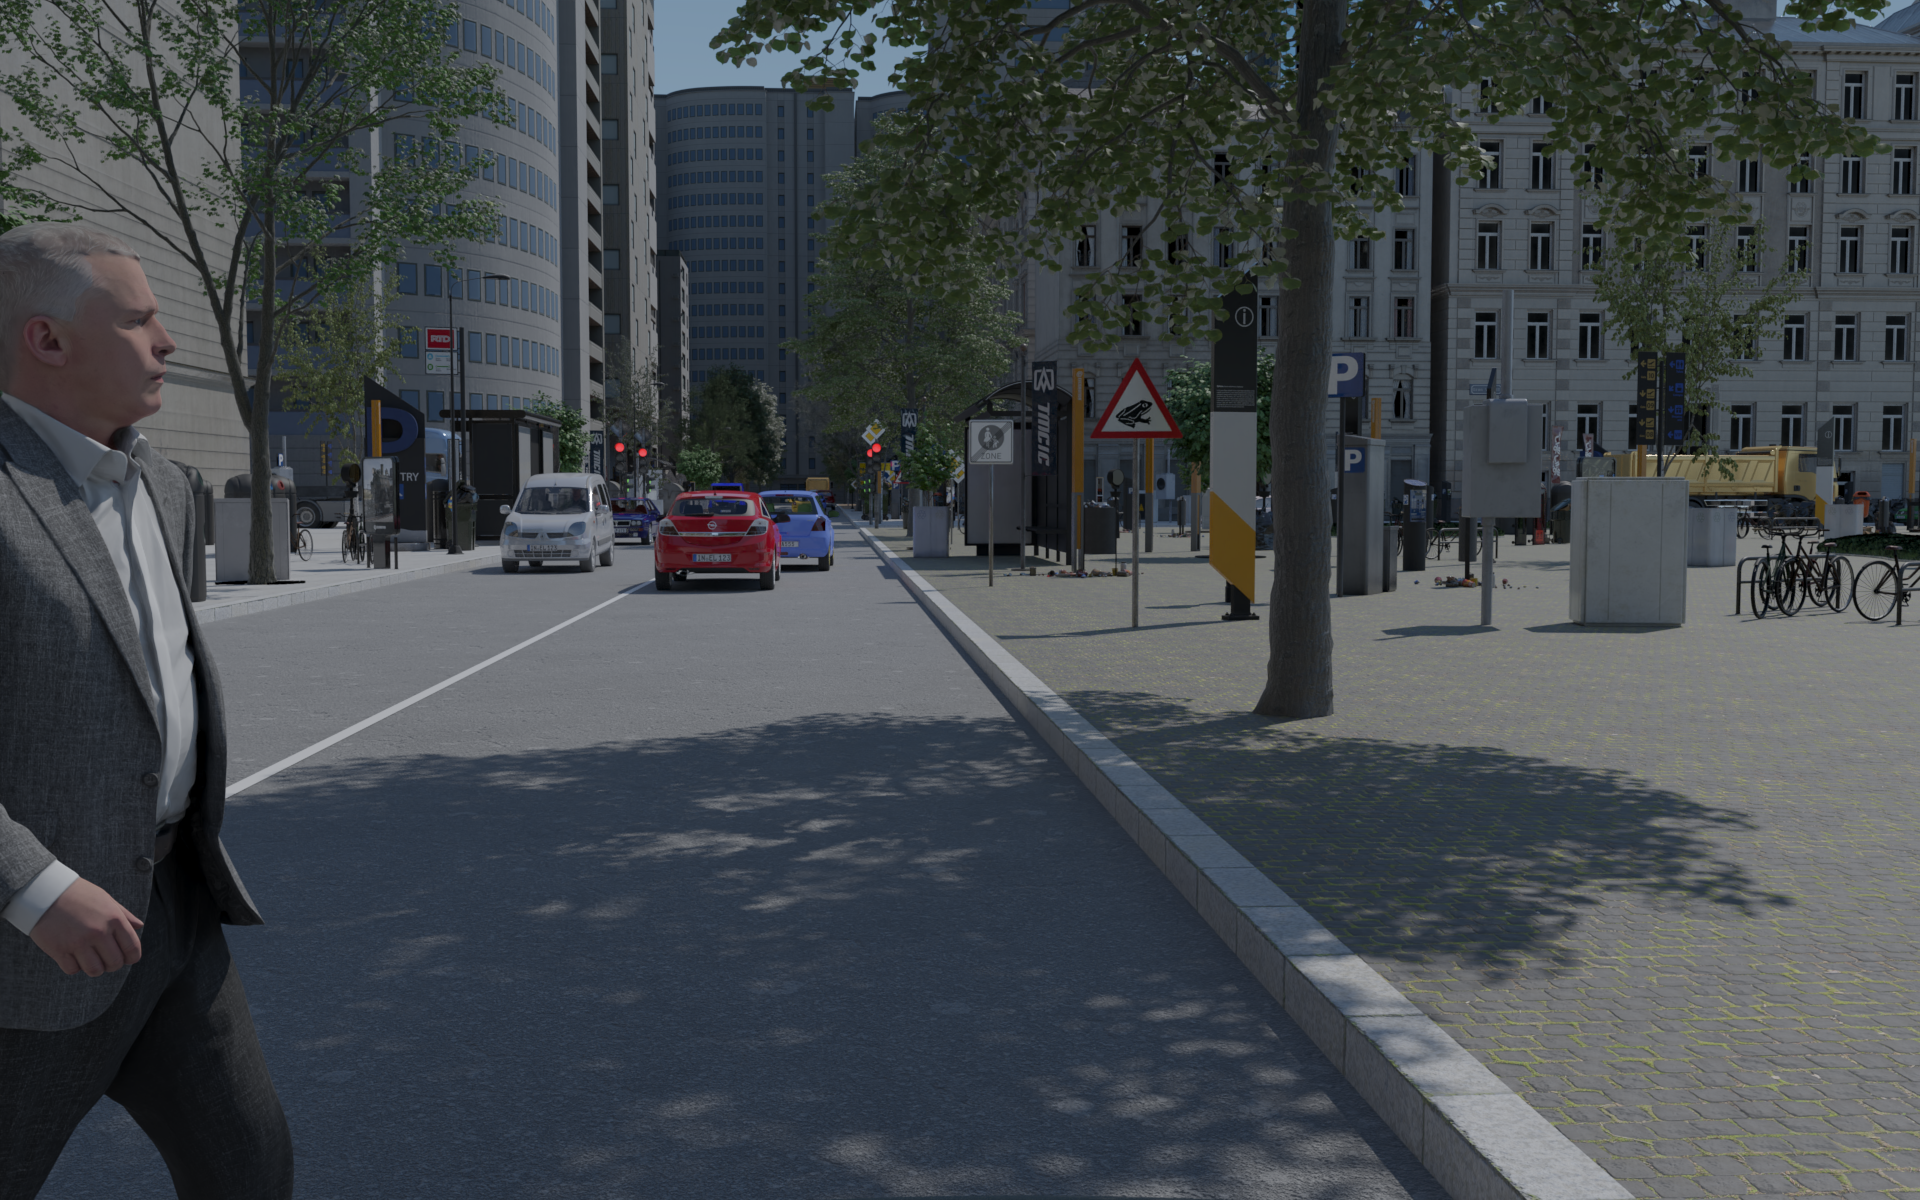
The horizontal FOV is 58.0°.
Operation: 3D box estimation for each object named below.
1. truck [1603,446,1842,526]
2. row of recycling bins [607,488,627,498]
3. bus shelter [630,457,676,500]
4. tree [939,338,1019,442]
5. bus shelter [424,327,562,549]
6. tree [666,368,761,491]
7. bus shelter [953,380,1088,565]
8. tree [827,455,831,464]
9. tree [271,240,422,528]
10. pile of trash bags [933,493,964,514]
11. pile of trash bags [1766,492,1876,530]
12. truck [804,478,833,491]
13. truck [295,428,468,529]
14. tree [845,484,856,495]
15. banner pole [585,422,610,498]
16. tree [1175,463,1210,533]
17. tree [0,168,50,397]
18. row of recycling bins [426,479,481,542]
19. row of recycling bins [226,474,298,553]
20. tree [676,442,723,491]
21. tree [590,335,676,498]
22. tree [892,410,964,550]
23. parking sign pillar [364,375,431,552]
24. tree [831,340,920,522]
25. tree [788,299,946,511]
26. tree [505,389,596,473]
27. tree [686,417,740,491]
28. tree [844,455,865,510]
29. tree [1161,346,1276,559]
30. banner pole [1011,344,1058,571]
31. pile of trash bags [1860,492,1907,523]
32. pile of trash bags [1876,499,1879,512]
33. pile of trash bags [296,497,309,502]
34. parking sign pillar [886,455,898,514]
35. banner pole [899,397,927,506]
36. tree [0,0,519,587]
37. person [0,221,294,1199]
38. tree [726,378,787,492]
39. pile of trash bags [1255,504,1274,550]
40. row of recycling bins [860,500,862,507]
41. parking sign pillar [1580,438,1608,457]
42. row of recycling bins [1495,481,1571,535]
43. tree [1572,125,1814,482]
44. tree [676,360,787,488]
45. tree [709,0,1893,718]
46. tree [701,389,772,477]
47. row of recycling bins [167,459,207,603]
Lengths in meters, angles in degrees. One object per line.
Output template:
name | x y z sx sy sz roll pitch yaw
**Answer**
truck | 31.375 -4.563 70.529 9.791 3.379 3.469 0 4 -6
row of recycling bins | -16.056 -4.502 80.725 1.069 1.692 3.534 0 4 -8
bus shelter | -17.313 -6.361 97.933 2.014 3.302 5.546 0 4 -4
tree | 0.972 -7.863 78.915 4.360 8.622 3.978 0 3 0
bus shelter | -11.948 -4.081 44.357 2.179 5.291 8.768 0 4 -5
tree | -18.109 -11.804 127.409 7.601 10.594 8.767 -1 4 -9
bus shelter | 1.062 -2.417 33.445 2.014 3.302 5.546 0 4 -4
tree | -12.802 -15.052 196.455 4.360 8.622 3.978 0 3 0
tree | -17.353 -6.022 48.829 4.737 8.622 4.395 0 3 0
pile of trash bags | -0.366 -6.135 110.062 3.447 1.369 1.912 3 5 40
pile of trash bags | 31.007 -3.234 62.629 3.447 1.369 1.912 2 4 24
truck | -16.798 -12.786 204.968 3.469 3.379 9.791 0 4 -3
truck | -27.755 -4.668 66.074 18.799 4.110 2.967 0 4 -3
tree | -13.554 -13.416 213.948 1.663 3.219 1.824 0 3 0
banner pole | -12.367 -4.268 59.807 0.863 3.779 0.401 -1 4 -18
tree | 7.903 -3.859 57.701 1.663 3.219 1.824 0 3 0
tree | -9.147 -1.884 14.520 4.285 4.588 4.351 0 3 0
row of recycling bins | -13.916 -2.482 47.693 1.069 1.692 3.534 0 4 -3
row of recycling bins | -14.829 -1.809 36.693 1.069 1.692 3.534 -1 4 -10
tree | -16.607 -7.754 110.497 4.285 4.588 4.351 0 3 0
tree | -14.851 -7.914 79.748 4.360 8.622 3.978 0 3 0
tree | -0.834 -2.777 40.000 1.663 3.219 1.824 0 3 0
parking sign pillar | -12.738 -3.095 39.081 1.447 3.967 1.447 -1 4 -14
tree | -3.665 -7.929 80.003 4.360 8.622 3.978 0 3 0
tree | -5.344 -11.891 104.795 12.009 13.543 11.850 0 3 0
tree | -13.084 -4.329 54.493 4.285 4.588 4.351 0 3 0
tree | -19.608 -11.477 138.010 4.737 8.622 4.395 0 3 0
tree | -7.877 -9.621 141.023 4.285 4.588 4.351 0 3 0
tree | 5.550 -3.130 34.897 4.285 4.588 4.351 0 3 0
banner pole | 1.255 -2.372 28.807 0.863 3.779 0.401 2 4 30
pile of trash bags | 42.855 -4.185 78.170 3.447 1.369 1.912 -1 4 -19
pile of trash bags | 39.811 -4.180 78.097 1.912 1.369 3.447 0 4 1
pile of trash bags | -27.730 -3.758 71.201 1.912 1.369 3.447 -1 4 -23
parking sign pillar | -4.729 -7.642 113.412 1.447 3.967 1.447 -3 4 -36
banner pole | -1.143 -3.339 44.613 0.863 3.779 0.401 -1 4 -17
tree | -10.008 -6.017 24.132 9.928 11.665 9.643 0 3 0
person | -1.099 0.404 2.297 0.834 1.777 0.661 0 4 -1
tree | -23.635 -17.428 191.600 9.857 13.997 8.962 0 3 0
pile of trash bags | 6.948 -1.916 41.081 1.912 1.369 3.447 -1 4 -14
row of recycling bins | -6.860 -7.946 137.027 1.069 1.692 3.534 2 4 27
parking sign pillar | 28.261 -5.429 77.230 1.447 3.967 1.447 -3 4 -36
row of recycling bins | 18.717 -2.930 55.018 3.534 1.692 1.069 0 4 4
tree | 14.185 -5.137 34.351 4.737 8.622 4.395 0 3 0
tree | -19.609 -14.117 147.821 9.611 12.733 9.660 0 3 0
tree | 2.387 -5.611 9.867 7.486 12.596 7.792 0 3 0
tree | -22.005 -14.777 167.357 9.928 11.665 9.643 0 3 0
row of recycling bins | -9.516 -0.742 19.243 1.069 1.692 3.534 0 4 2
